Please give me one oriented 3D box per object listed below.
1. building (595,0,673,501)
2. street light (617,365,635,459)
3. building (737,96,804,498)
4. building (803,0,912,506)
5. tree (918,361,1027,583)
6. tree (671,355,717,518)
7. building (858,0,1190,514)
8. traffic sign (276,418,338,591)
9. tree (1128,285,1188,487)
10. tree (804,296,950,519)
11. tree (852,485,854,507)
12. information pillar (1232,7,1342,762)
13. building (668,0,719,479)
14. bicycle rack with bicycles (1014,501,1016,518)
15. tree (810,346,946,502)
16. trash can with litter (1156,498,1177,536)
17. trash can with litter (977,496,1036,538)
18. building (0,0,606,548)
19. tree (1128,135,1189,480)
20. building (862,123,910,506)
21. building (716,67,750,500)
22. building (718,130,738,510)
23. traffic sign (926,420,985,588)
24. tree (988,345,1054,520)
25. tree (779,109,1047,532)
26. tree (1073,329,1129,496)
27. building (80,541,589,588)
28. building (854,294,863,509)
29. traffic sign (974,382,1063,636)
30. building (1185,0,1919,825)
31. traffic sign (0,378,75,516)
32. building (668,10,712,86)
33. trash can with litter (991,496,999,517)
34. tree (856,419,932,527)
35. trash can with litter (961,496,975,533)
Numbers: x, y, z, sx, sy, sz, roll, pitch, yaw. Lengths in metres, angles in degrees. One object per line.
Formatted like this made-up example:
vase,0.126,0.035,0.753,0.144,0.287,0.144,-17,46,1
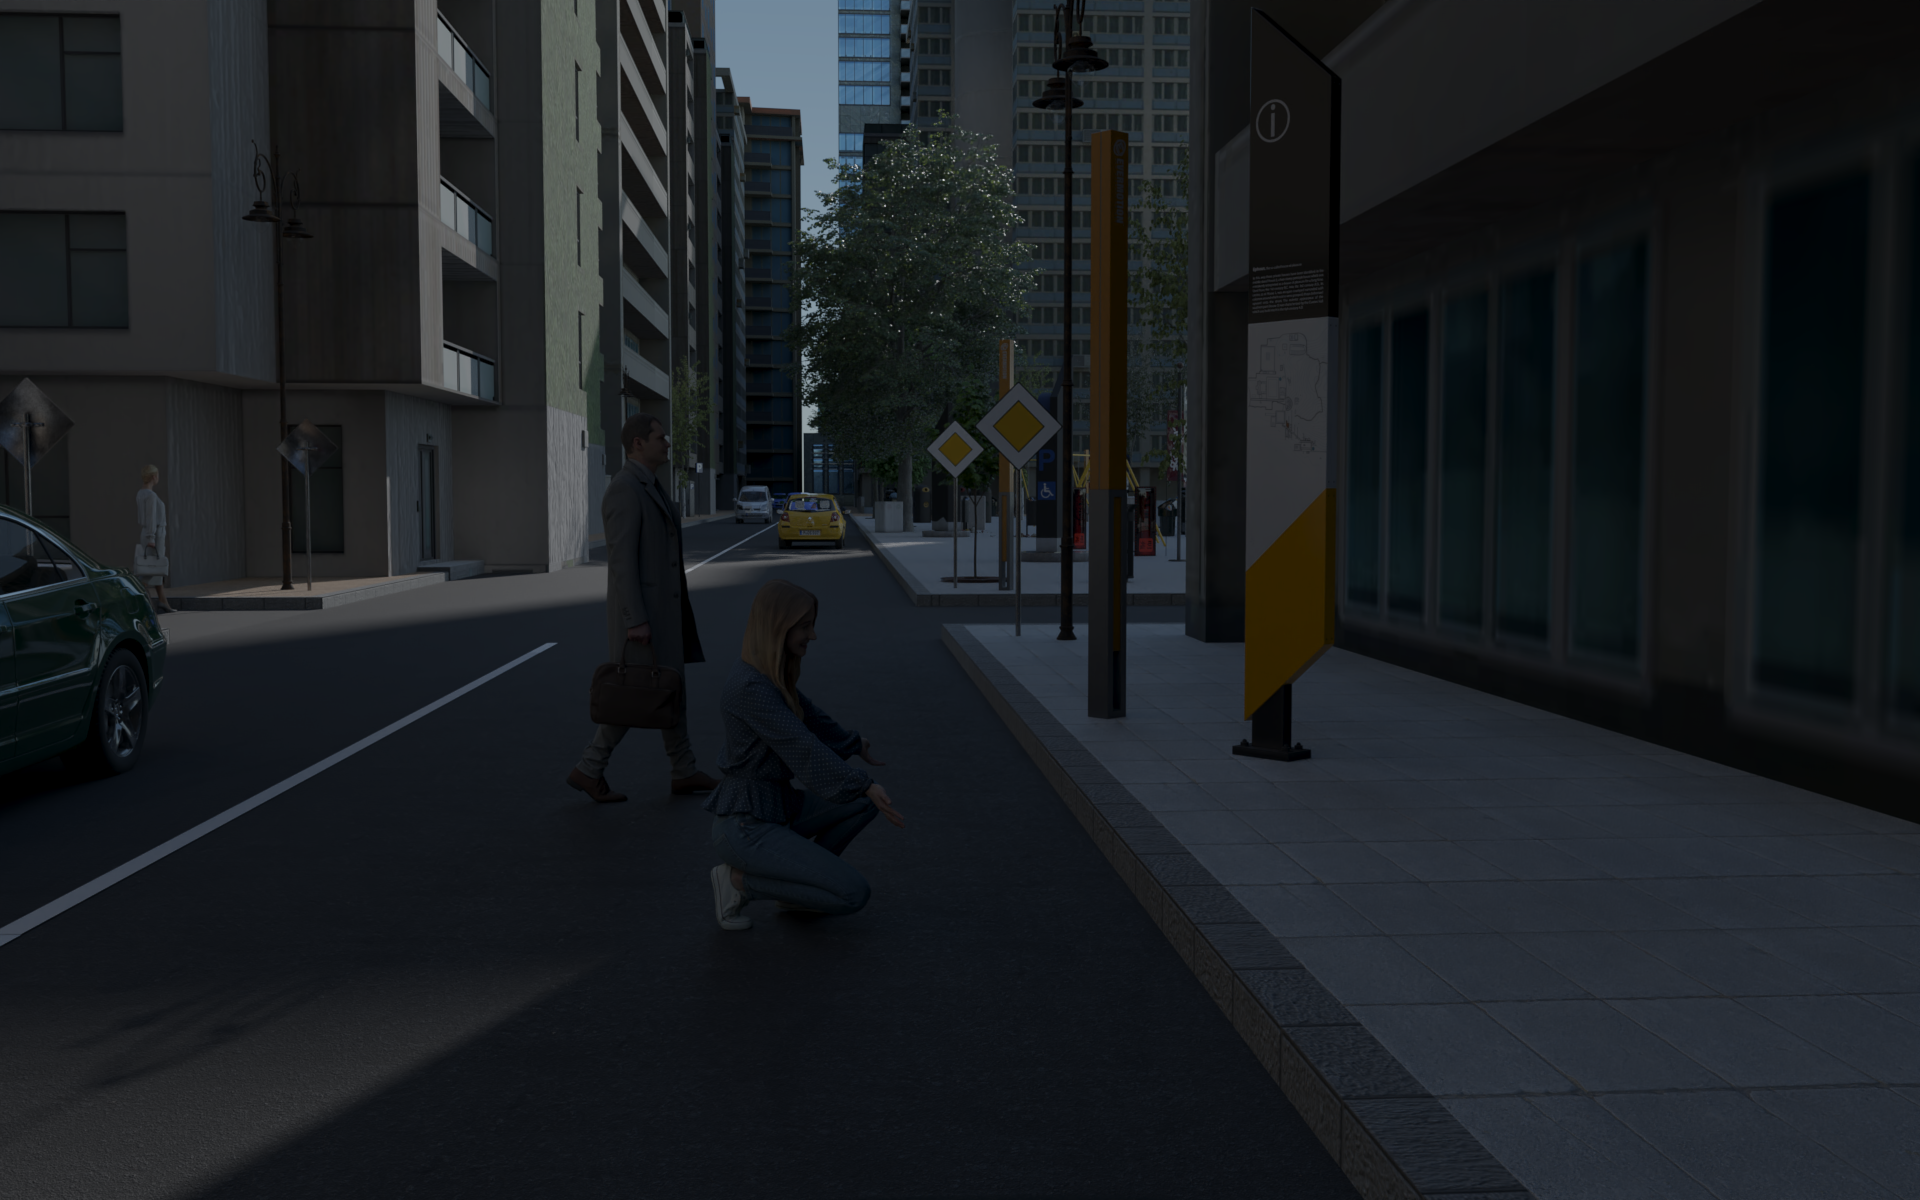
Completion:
building,-24.405,-27.607,75.073,21.300,48.544,21.600,0,4,-4
street light,-11.974,-5.471,62.245,0.468,5.910,1.993,0,4,-4
building,-31.626,-32.771,190.431,28.867,44.769,22.147,0,4,-4
building,-1.822,-53.783,192.015,31.000,86.520,22.319,0,4,-4
tree,0.117,-1.886,25.437,1.663,3.219,1.824,0,3,0
tree,-14.751,-8.597,90.926,4.737,8.622,4.395,0,3,0
building,9.119,-26.185,120.001,32.217,40.220,23.993,0,4,-4
traffic sign,-8.638,-1.180,22.942,0.795,2.450,0.064,0,4,-4
tree,8.275,-6.608,58.396,4.360,8.622,3.978,0,3,0
tree,-4.290,-10.034,89.809,9.928,11.665,9.643,0,3,0
tree,-10.378,-11.095,176.003,1.663,3.219,1.824,0,3,0
information pillar,1.578,-1.036,8.297,0.183,3.616,0.504,-3,5,-42
building,-23.961,-28.603,117.776,14.600,45.320,14.200,0,4,-4
bicycle rack with bicycles,3.381,-4.834,92.415,2.852,0.926,2.925,2,4,30
tree,-4.485,-10.106,99.649,8.767,10.594,7.601,-2,4,-24
trash can with litter,6.052,-2.511,52.435,1.055,1.170,0.624,3,4,36
trash can with litter,1.947,-2.487,51.723,2.233,1.210,1.678,3,4,38
building,-18.442,-22.402,49.870,14.154,41.232,14.086,0,4,-4
tree,4.521,-4.764,28.247,4.737,8.622,4.395,0,3,0
building,-0.783,-22.443,138.636,14.160,30.474,14.107,0,4,-4
building,-31.261,-28.364,155.632,23.993,40.220,32.217,0,4,-4
building,-24.578,-22.063,132.434,14.160,30.474,14.107,0,4,-4
traffic sign,-0.065,-1.218,23.553,0.795,2.450,0.064,0,4,-4
tree,2.838,-8.219,84.737,4.737,8.622,4.395,0,3,0
tree,-1.961,-9.304,58.782,9.857,13.997,8.962,0,3,0
tree,6.923,-7.487,72.771,4.360,8.622,3.978,0,3,0
building,-14.354,-21.069,28.067,14.154,41.232,14.086,0,4,-4
building,4.135,-19.312,160.793,27.650,21.520,28.899,0,4,-4
traffic sign,0.523,-0.731,15.589,0.795,2.450,0.064,0,4,-4
building,13.444,-23.298,4.625,21.300,48.544,21.600,0,4,-4
traffic sign,-8.050,-0.693,14.979,0.795,2.450,0.064,0,4,-4
building,-22.357,-20.335,104.182,14.160,30.474,14.107,0,4,-4
trash can with litter,1.916,-5.281,97.738,0.624,1.170,1.055,3,4,38
tree,-2.335,-5.140,67.757,4.285,4.588,4.351,0,3,0
trash can with litter,0.331,-2.852,57.690,1.678,1.210,2.233,1,4,8
